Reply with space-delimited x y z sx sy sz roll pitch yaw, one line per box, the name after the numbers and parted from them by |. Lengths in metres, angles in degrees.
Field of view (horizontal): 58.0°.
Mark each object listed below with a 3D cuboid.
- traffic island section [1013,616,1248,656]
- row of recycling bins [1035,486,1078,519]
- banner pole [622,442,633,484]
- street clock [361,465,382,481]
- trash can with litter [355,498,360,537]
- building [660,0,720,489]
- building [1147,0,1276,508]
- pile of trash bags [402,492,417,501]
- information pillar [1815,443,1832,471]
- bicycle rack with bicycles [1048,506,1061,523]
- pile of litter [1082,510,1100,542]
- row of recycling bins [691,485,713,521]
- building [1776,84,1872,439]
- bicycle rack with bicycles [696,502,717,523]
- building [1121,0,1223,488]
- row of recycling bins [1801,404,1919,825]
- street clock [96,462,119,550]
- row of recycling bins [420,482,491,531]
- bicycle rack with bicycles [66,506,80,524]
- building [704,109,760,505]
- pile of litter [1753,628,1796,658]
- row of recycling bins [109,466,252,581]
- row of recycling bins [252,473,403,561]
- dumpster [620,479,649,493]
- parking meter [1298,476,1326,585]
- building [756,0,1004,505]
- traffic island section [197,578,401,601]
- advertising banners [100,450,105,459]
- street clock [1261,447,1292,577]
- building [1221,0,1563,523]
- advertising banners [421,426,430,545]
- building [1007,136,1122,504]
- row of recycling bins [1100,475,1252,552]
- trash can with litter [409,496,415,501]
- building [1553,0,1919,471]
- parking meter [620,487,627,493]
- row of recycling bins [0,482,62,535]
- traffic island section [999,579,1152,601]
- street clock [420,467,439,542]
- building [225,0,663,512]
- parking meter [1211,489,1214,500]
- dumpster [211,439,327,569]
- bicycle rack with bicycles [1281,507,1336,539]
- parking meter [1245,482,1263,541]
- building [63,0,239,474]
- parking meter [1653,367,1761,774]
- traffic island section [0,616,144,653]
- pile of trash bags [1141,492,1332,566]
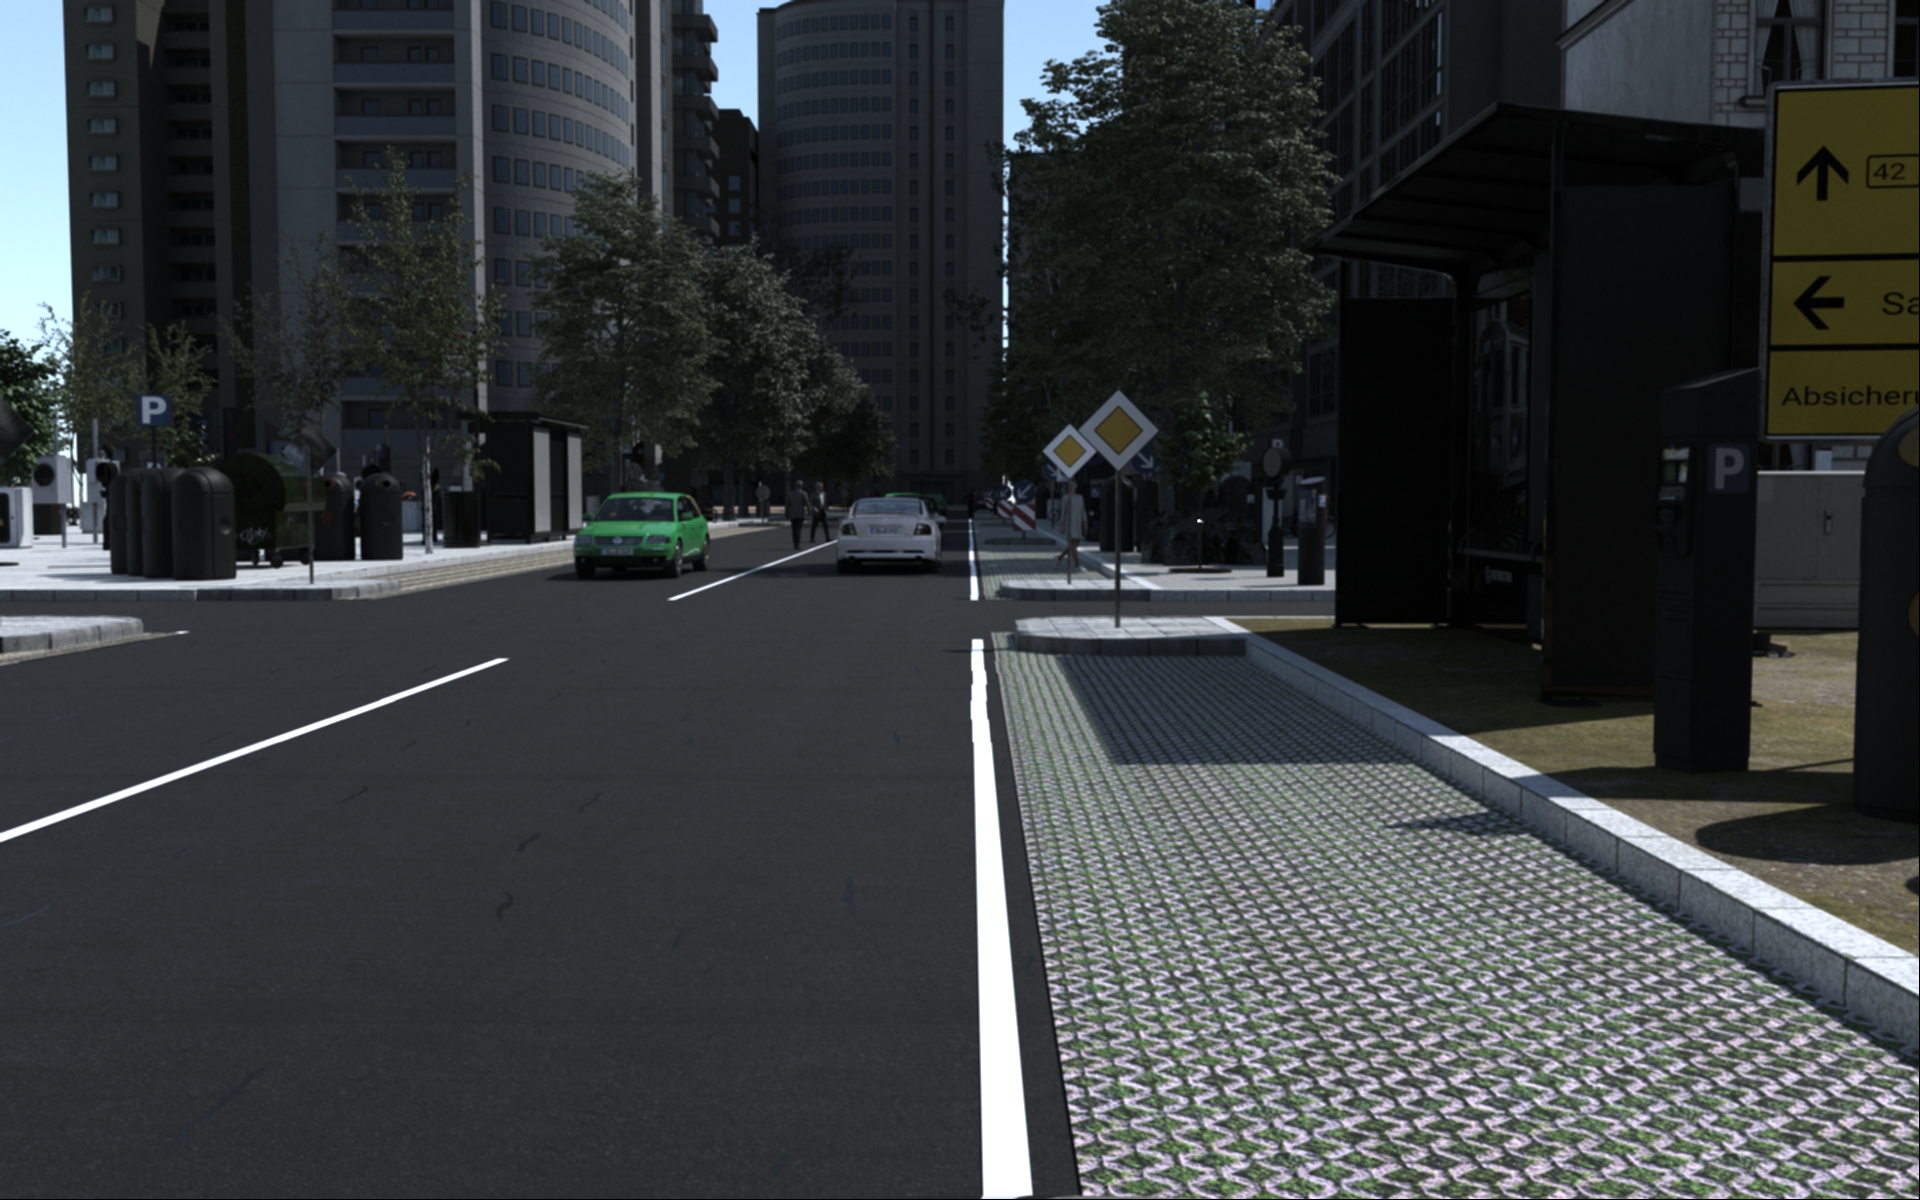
1.534 0.344 16.659 2.009 0.180 2.903 0 4 0 | traffic island section
5.613 -5.037 89.474 3.534 1.692 1.069 1 4 11 | row of recycling bins
-14.196 -5.086 73.171 0.863 3.779 0.401 -1 4 -9 | banner pole
-14.594 -2.350 42.998 0.471 2.002 0.358 -3 4 -36 | street clock
-17.789 -2.424 51.024 0.624 1.170 1.055 1 4 20 | trash can with litter
-37.028 -32.570 152.130 30.456 49.044 23.786 0 4 0 | building
26.522 -49.730 125.758 22.319 86.520 31.000 0 4 0 | building
-22.768 -4.069 76.282 3.447 1.369 1.912 -1 4 -13 | pile of trash bags
16.484 -2.552 33.088 0.504 3.616 0.183 -3 4 -37 | information pillar
5.400 -3.931 77.648 2.925 0.926 2.852 -1 4 -10 | bicycle rack with bicycles
3.840 -2.017 46.949 1.176 0.858 1.719 0 4 -3 | pile of litter
-13.241 -4.580 82.001 3.534 1.692 1.069 2 4 23 | row of recycling bins
65.436 -32.371 152.959 21.600 48.544 21.300 0 4 0 | building
-11.847 -3.864 76.561 2.852 0.926 2.925 3 5 39 | bicycle rack with bicycles
25.885 -32.383 153.172 21.300 48.544 21.600 0 4 0 | building
4.469 0.089 5.657 1.069 1.692 3.534 -1 4 -17 | row of recycling bins
-19.438 -2.138 39.518 0.471 2.002 0.358 1 4 22 | street clock
-17.416 -3.305 61.150 3.534 1.692 1.069 1 4 14 | row of recycling bins
-38.553 -3.763 74.906 2.852 0.926 2.925 1 4 21 | bicycle rack with bicycles
-30.606 -33.717 201.384 14.200 45.320 14.600 0 4 0 | building
6.074 -0.023 14.340 1.176 0.858 1.719 -1 4 -14 | pile of litter
-12.304 -1.211 26.916 1.069 1.692 3.534 -3 5 -44 | row of recycling bins
-12.633 -1.615 33.518 3.534 1.692 1.069 -1 4 -14 | row of recycling bins
-12.474 -3.770 67.392 1.264 1.857 1.865 0 4 0 | dumpster
4.965 -0.981 24.449 0.372 1.533 0.369 0 3 0 | parking meter
-9.121 -40.471 203.694 28.212 58.520 21.231 0 4 0 | building
-9.267 -0.148 24.703 2.009 0.180 2.903 0 4 0 | traffic island section
-33.596 -4.425 68.539 2.074 3.025 0.090 3 5 43 | advertising banners
4.881 -1.356 26.746 0.358 2.002 0.471 -2 4 -32 | street clock
21.757 -17.943 86.871 14.314 27.812 24.014 0 4 0 | building
-13.600 -2.932 44.118 0.090 3.025 2.074 -1 4 -12 | advertising banners
12.592 -31.637 200.855 14.086 41.232 14.154 0 4 0 | building
4.789 -1.916 38.432 3.534 1.692 1.069 1 4 22 | row of recycling bins
-22.174 -3.601 69.931 1.678 1.210 2.233 -2 4 -26 | trash can with litter
24.478 -10.744 40.288 19.286 19.102 10.561 0 4 0 | building
-12.514 -3.412 64.204 0.372 1.533 0.369 0 3 0 | parking meter
-29.910 -2.920 54.855 3.534 1.692 1.069 1 4 19 | row of recycling bins
1.574 -0.145 24.644 2.009 0.180 2.903 0 4 0 | traffic island section
-14.177 -2.565 46.500 0.358 2.002 0.471 0 4 8 | street clock
-32.558 -34.964 113.663 21.231 58.520 28.212 0 4 0 | building
12.879 -4.939 89.158 0.372 1.533 0.369 0 3 0 | parking meter
-12.244 -1.712 30.483 1.502 2.255 1.985 0 4 0 | dumpster
9.458 -2.256 50.270 2.925 0.926 2.852 2 4 24 | bicycle rack with bicycles
6.020 -1.658 35.515 0.372 1.533 0.369 0 3 0 | parking meter
-63.050 -32.398 153.405 21.600 48.544 21.300 0 4 0 | building
3.457 -0.143 8.046 0.399 1.863 0.255 -1 4 -16 | parking meter
-9.307 0.340 16.718 2.009 0.180 2.903 0 4 0 | traffic island section
5.111 -1.350 31.818 3.447 1.369 1.912 0 4 -5 | pile of trash bags
